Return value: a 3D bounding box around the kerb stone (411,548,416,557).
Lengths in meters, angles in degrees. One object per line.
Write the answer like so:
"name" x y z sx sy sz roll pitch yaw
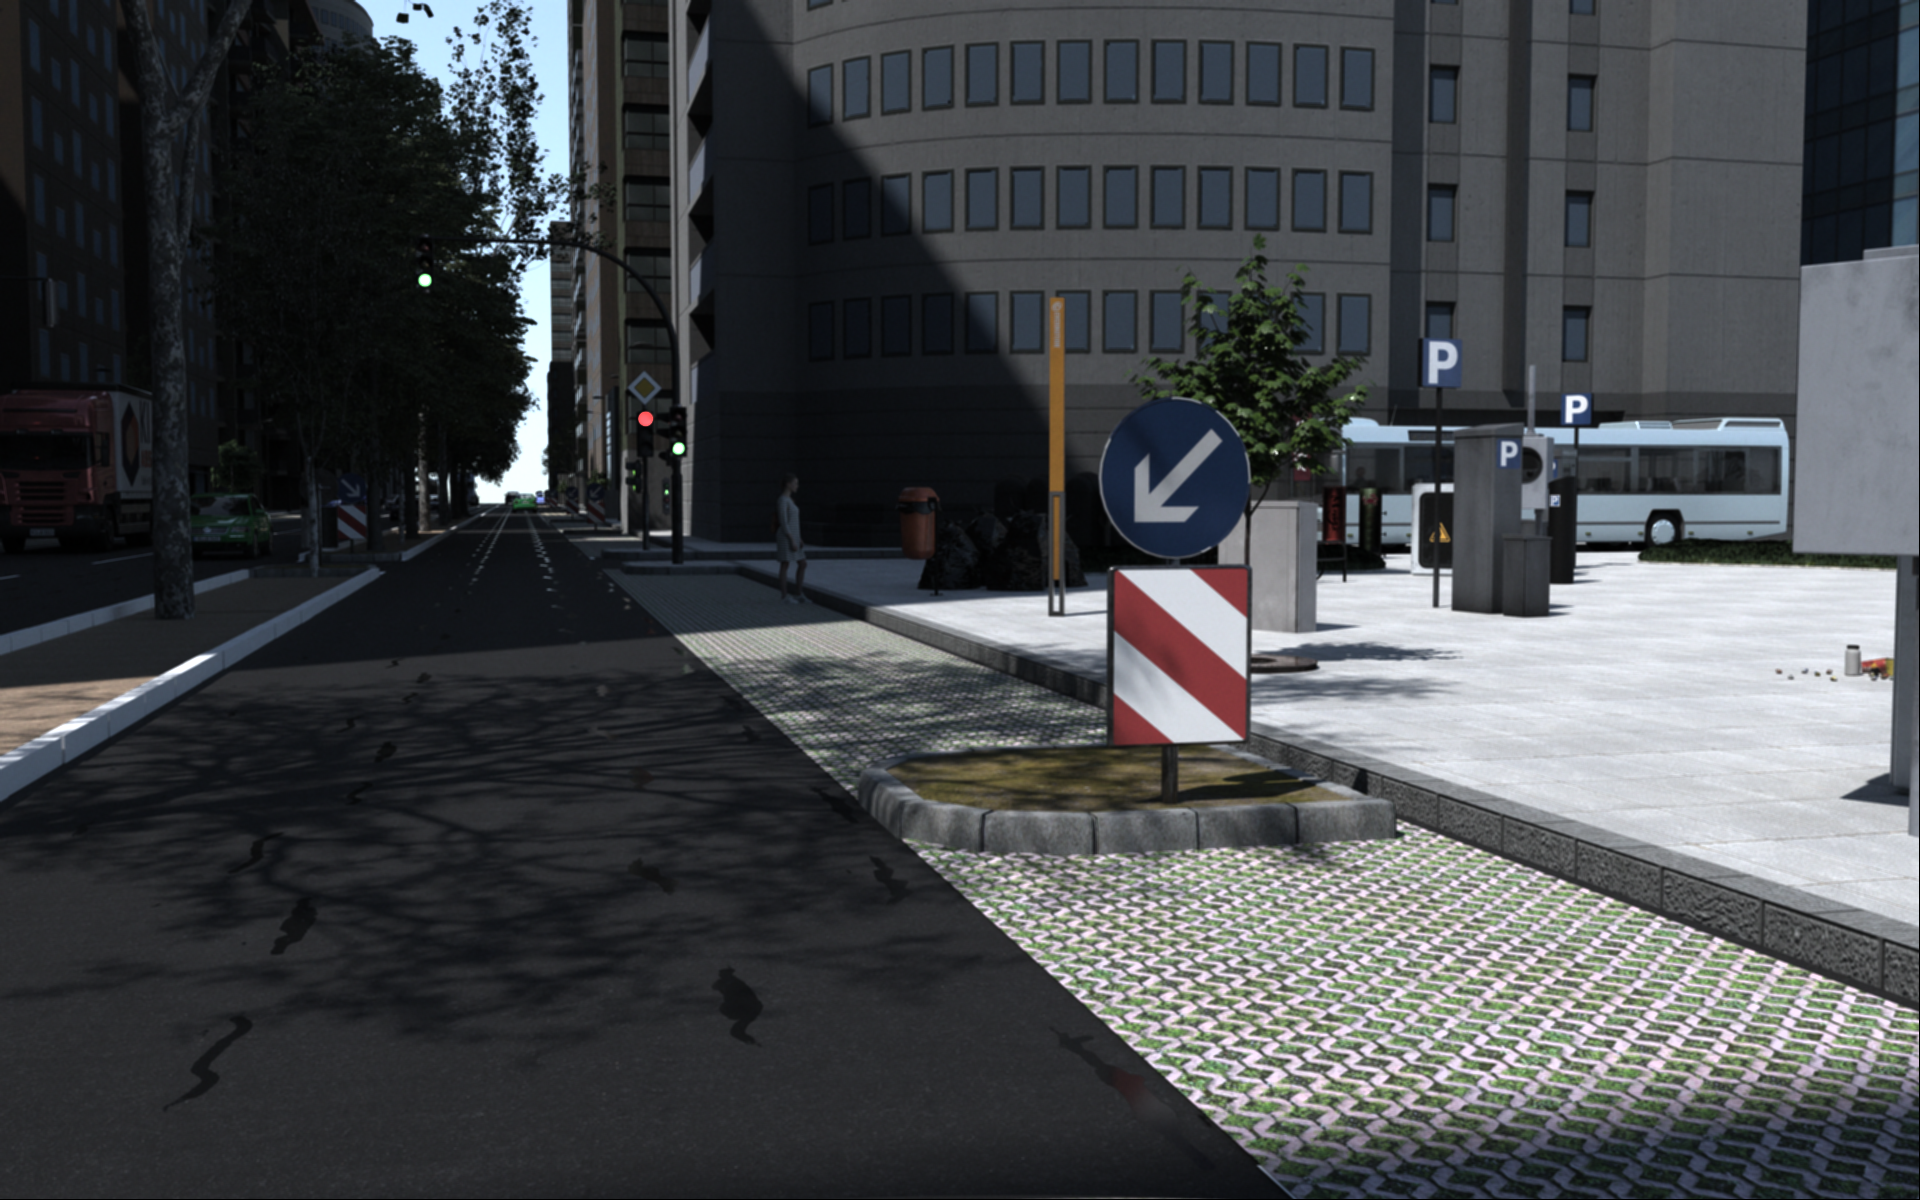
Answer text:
"kerb stone" -12.407 -1.020 39.000 0.120 0.150 1.000 -1 4 -14

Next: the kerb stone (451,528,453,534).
"kerb stone" -17.982 -2.365 60.860 0.120 0.150 1.000 -1 4 -14

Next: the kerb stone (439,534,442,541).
"kerb stone" -15.700 -1.817 51.925 0.120 0.150 1.000 -1 4 -14

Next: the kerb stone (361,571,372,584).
"kerb stone" -9.503 -0.327 27.565 0.120 0.150 1.000 -1 4 -14

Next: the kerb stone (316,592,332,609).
"kerb stone" -7.978 0.037 21.594 0.120 0.150 1.000 -1 4 -14

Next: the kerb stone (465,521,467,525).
"kerb stone" -21.776 -3.272 75.762 0.120 0.150 1.000 -1 4 -14

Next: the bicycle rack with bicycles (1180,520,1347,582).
"bicycle rack with bicycles" 4.156 -0.724 25.224 2.925 0.926 2.852 -3 5 -43

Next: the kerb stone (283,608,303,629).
"kerb stone" -7.215 0.218 18.623 0.120 0.150 1.000 -1 4 -14

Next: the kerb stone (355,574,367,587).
"kerb stone" -9.250 -0.268 26.573 0.120 0.150 1.000 -1 4 -14

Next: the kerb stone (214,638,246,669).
"kerb stone" -6.200 0.462 14.639 0.120 0.150 1.000 -1 4 -14

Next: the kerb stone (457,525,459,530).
"kerb stone" -19.498 -2.727 66.823 0.120 0.150 1.000 -1 4 -14

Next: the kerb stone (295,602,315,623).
"kerb stone" -7.459 0.158 19.616 0.120 0.150 1.000 -1 4 -14

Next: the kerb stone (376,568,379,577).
"kerb stone" -10.007 -0.446 29.547 0.120 0.150 1.000 -1 4 -14

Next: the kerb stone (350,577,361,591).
"kerb stone" -8.990 -0.207 25.574 0.120 0.150 1.000 -1 4 -14

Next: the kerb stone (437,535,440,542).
"kerb stone" -15.446 -1.758 50.934 0.120 0.150 1.000 -1 4 -14

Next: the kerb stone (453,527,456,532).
"kerb stone" -18.479 -2.486 62.845 0.120 0.150 1.000 -1 4 -14

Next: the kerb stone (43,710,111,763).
"kerb stone" -4.940 0.766 9.676 0.120 0.150 1.000 -1 4 -14

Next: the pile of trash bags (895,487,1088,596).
"pile of trash bags" 0.240 -0.824 23.222 1.912 1.369 3.447 2 4 32

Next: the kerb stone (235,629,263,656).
"kerb stone" -6.458 0.401 15.638 0.120 0.150 1.000 -1 4 -14

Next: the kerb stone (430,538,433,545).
"kerb stone" -14.441 -1.515 46.960 0.120 0.150 1.000 -1 4 -14

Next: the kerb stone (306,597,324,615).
"kerb stone" -7.722 0.097 20.604 0.120 0.150 1.000 -1 4 -14

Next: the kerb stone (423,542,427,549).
"kerb stone" -13.679 -1.332 43.974 0.120 0.150 1.000 -1 4 -14

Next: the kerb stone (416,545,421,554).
"kerb stone" -12.915 -1.149 40.989 0.120 0.150 1.000 -1 4 -14

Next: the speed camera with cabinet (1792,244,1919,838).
"speed camera with cabinet" 4.117 -0.780 7.084 2.038 3.252 0.660 -3 5 -42

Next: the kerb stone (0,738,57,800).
"kerb stone" -4.694 0.832 8.678 0.120 0.150 1.000 -1 4 -14

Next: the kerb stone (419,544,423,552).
"kerb stone" -13.165 -1.210 41.980 0.120 0.150 1.000 -1 4 -14

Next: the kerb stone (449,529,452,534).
"kerb stone" -17.727 -2.304 59.866 0.120 0.150 1.000 -1 4 -14

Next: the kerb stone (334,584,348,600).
"kerb stone" -8.481 -0.085 23.586 0.120 0.150 1.000 -1 4 -14

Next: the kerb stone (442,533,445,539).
"kerb stone" -16.207 -1.940 53.915 0.120 0.150 1.000 -1 4 -14

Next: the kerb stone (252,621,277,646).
"kerb stone" -6.715 0.340 16.632 0.120 0.150 1.000 -1 4 -14

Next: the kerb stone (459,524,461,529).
"kerb stone" -19.998 -2.845 68.807 0.120 0.150 1.000 -1 4 -14

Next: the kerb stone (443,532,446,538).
"kerb stone" -16.465 -1.998 54.908 0.120 0.150 1.000 -1 4 -14

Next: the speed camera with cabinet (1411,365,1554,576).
"speed camera with cabinet" 8.103 -1.991 26.892 2.038 3.252 0.660 2 4 29

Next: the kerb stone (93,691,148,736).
"kerb stone" -5.190 0.705 10.668 0.120 0.150 1.000 -1 4 -14

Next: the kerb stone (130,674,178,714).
"kerb stone" -5.446 0.644 11.663 0.120 0.150 1.000 -1 4 -14

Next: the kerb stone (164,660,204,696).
"kerb stone" -5.699 0.583 12.656 0.120 0.150 1.000 -1 4 -14

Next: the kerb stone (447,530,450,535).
"kerb stone" -17.221 -2.183 57.886 0.120 0.150 1.000 -1 4 -14

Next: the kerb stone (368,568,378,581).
"kerb stone" -9.748 -0.389 28.558 0.120 0.150 1.000 -1 4 -14

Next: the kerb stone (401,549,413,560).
"kerb stone" -12.160 -0.964 38.008 0.120 0.150 1.000 -1 4 -14

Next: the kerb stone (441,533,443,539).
"kerb stone" -15.956 -1.879 52.922 0.120 0.150 1.000 -1 4 -14

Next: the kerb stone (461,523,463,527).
"kerb stone" -20.508 -2.972 70.794 0.120 0.150 1.000 -1 4 -14

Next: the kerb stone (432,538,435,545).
"kerb stone" -14.691 -1.575 47.953 0.120 0.150 1.000 -1 4 -14

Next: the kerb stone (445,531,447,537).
"kerb stone" -16.715 -2.062 55.905 0.120 0.150 1.000 -1 4 -14

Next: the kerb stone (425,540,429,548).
"kerb stone" -13.933 -1.391 44.969 0.120 0.150 1.000 -1 4 -14

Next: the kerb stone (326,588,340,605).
"kerb stone" -8.232 -0.023 22.594 0.120 0.150 1.000 -1 4 -14

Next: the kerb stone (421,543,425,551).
"kerb stone" -13.424 -1.271 42.977 0.120 0.150 1.000 -1 4 -14

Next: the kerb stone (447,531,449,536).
"kerb stone" -16.959 -2.122 56.898 0.120 0.150 1.000 -1 4 -14

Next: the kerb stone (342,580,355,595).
"kerb stone" -8.736 -0.146 24.584 0.120 0.150 1.000 -1 4 -14

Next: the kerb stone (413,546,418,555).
"kerb stone" -12.665 -1.088 39.989 0.120 0.150 1.000 -1 4 -14

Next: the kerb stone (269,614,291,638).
"kerb stone" -6.963 0.280 17.633 0.120 0.150 1.000 -1 4 -14

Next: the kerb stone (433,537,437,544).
"kerb stone" -14.946 -1.635 48.946 0.120 0.150 1.000 -1 4 -14

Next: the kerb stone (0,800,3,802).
"kerb stone" -4.435 0.887 7.687 0.120 0.150 1.000 -1 4 -14

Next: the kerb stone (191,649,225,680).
"kerb stone" -5.957 0.523 13.646 0.120 0.150 1.000 -1 4 -14

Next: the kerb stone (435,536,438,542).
"kerb stone" -15.197 -1.695 49.937 0.120 0.150 1.000 -1 4 -14

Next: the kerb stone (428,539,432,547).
"kerb stone" -14.180 -1.451 45.961 0.120 0.150 1.000 -1 4 -14
